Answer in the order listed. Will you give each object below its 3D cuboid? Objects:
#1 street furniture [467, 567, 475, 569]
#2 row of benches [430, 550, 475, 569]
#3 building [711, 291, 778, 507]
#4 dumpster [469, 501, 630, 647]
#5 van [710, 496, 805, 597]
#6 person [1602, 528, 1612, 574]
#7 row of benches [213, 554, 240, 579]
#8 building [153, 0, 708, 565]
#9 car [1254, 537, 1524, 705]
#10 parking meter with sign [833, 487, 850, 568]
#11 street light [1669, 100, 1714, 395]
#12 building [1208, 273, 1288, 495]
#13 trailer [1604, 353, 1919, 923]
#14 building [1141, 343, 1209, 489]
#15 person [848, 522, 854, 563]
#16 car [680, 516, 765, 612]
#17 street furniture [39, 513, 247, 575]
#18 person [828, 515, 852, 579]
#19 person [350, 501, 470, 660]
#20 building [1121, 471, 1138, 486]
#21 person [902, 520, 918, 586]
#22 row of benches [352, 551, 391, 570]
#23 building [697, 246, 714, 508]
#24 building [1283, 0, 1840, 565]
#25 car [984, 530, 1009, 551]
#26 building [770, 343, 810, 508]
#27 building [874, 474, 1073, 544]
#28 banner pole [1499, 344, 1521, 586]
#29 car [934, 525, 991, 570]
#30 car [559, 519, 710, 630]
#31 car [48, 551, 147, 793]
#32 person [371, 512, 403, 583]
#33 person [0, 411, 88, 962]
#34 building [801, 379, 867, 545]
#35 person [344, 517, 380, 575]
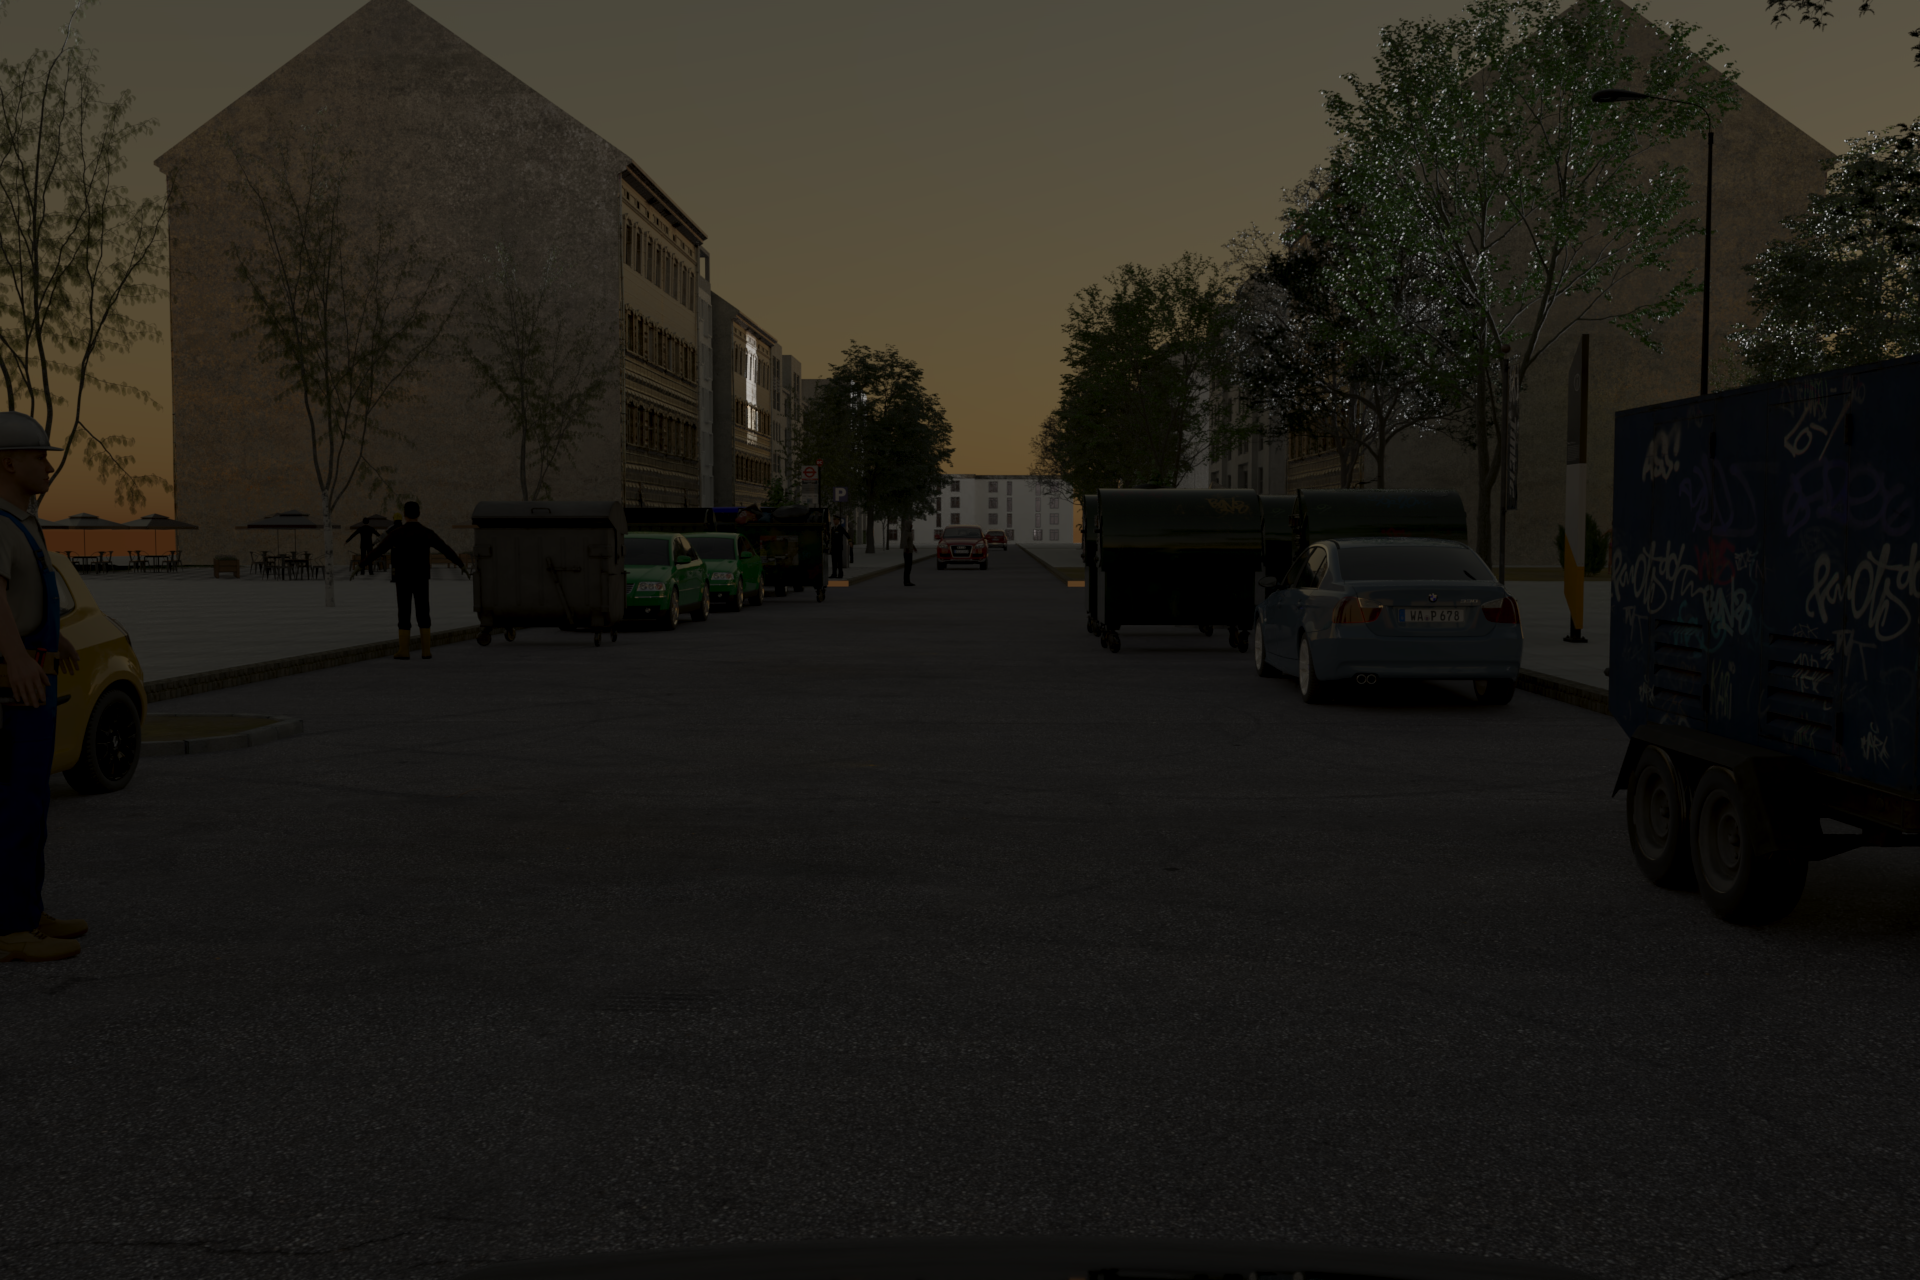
[{"bbox_3d":[-12.524,-3.041,56.576,9.812,1.723,11.010,1,4,15],"label":"street furniture"},{"bbox_3d":[-18.381,-3.089,65.961,4.104,0.672,1.422,-3,5,-41],"label":"row of benches"},{"bbox_3d":[-24.297,-18.092,126.726,19.493,23.208,18.063,0,4,2],"label":"building"},{"bbox_3d":[-5.311,-0.873,22.493,1.865,1.857,1.264,0,4,1],"label":"dumpster"},{"bbox_3d":[-4.857,-2.263,41.385,2.240,2.365,5.245,0,4,1],"label":"van"},{"bbox_3d":[20.893,-2.964,55.261,1.217,1.733,0.721,3,4,39],"label":"person"},{"bbox_3d":[-21.855,-2.209,51.577,1.422,0.672,4.104,-2,4,-24],"label":"row of benches"},{"bbox_3d":[-22.737,-15.190,79.281,19.493,23.208,18.063,0,4,1],"label":"building"},{"bbox_3d":[3.807,-0.236,15.867,2.014,1.417,4.499,0,4,2],"label":"car"},{"bbox_3d":[-4.411,-4.200,64.938,0.543,3.016,1.738,0,4,1],"label":"parking meter with sign"},{"bbox_3d":[8.374,-2.792,18.198,1.470,5.913,1.316,0,4,1],"label":"street light"},{"bbox_3d":[28.378,-15.858,125.733,16.747,18.905,31.486,0,4,1],"label":"building"},{"bbox_3d":[3.522,-0.021,7.395,1.471,1.999,3.904,0,4,1],"label":"trailer"},{"bbox_3d":[27.281,-18.509,169.077,16.747,18.905,31.486,0,4,1],"label":"building"},{"bbox_3d":[-4.826,-4.276,76.049,0.705,1.813,1.348,-1,4,-10],"label":"person"},{"bbox_3d":[-4.872,-1.498,33.295,1.959,1.807,4.718,0,4,1],"label":"car"},{"bbox_3d":[-32.191,-2.914,52.666,14.083,1.986,27.439,0,4,-3],"label":"street furniture"},{"bbox_3d":[-3.577,-2.695,50.004,1.347,1.837,0.705,3,4,38],"label":"person"},{"bbox_3d":[-6.278,-0.689,19.852,1.346,1.812,0.704,-2,4,-29],"label":"person"},{"bbox_3d":[28.520,-22.654,201.317,19.493,23.208,18.063,0,4,1],"label":"building"},{"bbox_3d":[-1.400,-2.396,47.767,0.705,1.813,1.348,1,4,9],"label":"person"},{"bbox_3d":[-21.040,-2.934,63.425,1.422,0.672,4.104,0,4,6],"label":"row of benches"},{"bbox_3d":[-21.776,-15.083,103.022,16.016,20.090,11.380,0,4,1],"label":"building"},{"bbox_3d":[25.791,-15.178,79.082,19.493,23.208,18.063,0,4,1],"label":"building"},{"bbox_3d":[3.074,-8.652,150.129,2.281,1.827,5.304,0,4,1],"label":"car"},{"bbox_3d":[-24.962,-18.639,171.211,16.747,18.905,31.486,0,4,1],"label":"building"},{"bbox_3d":[1.919,-18.196,242.101,28.070,9.664,9.099,0,4,-2],"label":"building"},{"bbox_3d":[7.171,-1.995,22.644,0.401,3.779,0.863,0,4,2],"label":"banner pole"},{"bbox_3d":[0.120,-3.799,70.791,2.281,1.827,5.304,0,4,1],"label":"car"},{"bbox_3d":[-5.077,-1.123,27.156,1.959,1.807,4.718,0,4,1],"label":"car"},{"bbox_3d":[-5.551,0.121,8.244,2.015,1.641,3.980,0,4,1],"label":"car"},{"bbox_3d":[-14.839,-2.444,45.733,1.351,1.858,0.704,-2,4,-28],"label":"person"},{"bbox_3d":[-3.192,0.146,5.923,0.705,1.847,1.347,-1,4,-23],"label":"person"},{"bbox_3d":[-20.464,-21.212,213.278,16.747,18.905,31.486,0,4,1],"label":"building"},{"bbox_3d":[-18.609,-2.943,54.300,1.347,1.806,0.705,-1,4,-17],"label":"person"}]
